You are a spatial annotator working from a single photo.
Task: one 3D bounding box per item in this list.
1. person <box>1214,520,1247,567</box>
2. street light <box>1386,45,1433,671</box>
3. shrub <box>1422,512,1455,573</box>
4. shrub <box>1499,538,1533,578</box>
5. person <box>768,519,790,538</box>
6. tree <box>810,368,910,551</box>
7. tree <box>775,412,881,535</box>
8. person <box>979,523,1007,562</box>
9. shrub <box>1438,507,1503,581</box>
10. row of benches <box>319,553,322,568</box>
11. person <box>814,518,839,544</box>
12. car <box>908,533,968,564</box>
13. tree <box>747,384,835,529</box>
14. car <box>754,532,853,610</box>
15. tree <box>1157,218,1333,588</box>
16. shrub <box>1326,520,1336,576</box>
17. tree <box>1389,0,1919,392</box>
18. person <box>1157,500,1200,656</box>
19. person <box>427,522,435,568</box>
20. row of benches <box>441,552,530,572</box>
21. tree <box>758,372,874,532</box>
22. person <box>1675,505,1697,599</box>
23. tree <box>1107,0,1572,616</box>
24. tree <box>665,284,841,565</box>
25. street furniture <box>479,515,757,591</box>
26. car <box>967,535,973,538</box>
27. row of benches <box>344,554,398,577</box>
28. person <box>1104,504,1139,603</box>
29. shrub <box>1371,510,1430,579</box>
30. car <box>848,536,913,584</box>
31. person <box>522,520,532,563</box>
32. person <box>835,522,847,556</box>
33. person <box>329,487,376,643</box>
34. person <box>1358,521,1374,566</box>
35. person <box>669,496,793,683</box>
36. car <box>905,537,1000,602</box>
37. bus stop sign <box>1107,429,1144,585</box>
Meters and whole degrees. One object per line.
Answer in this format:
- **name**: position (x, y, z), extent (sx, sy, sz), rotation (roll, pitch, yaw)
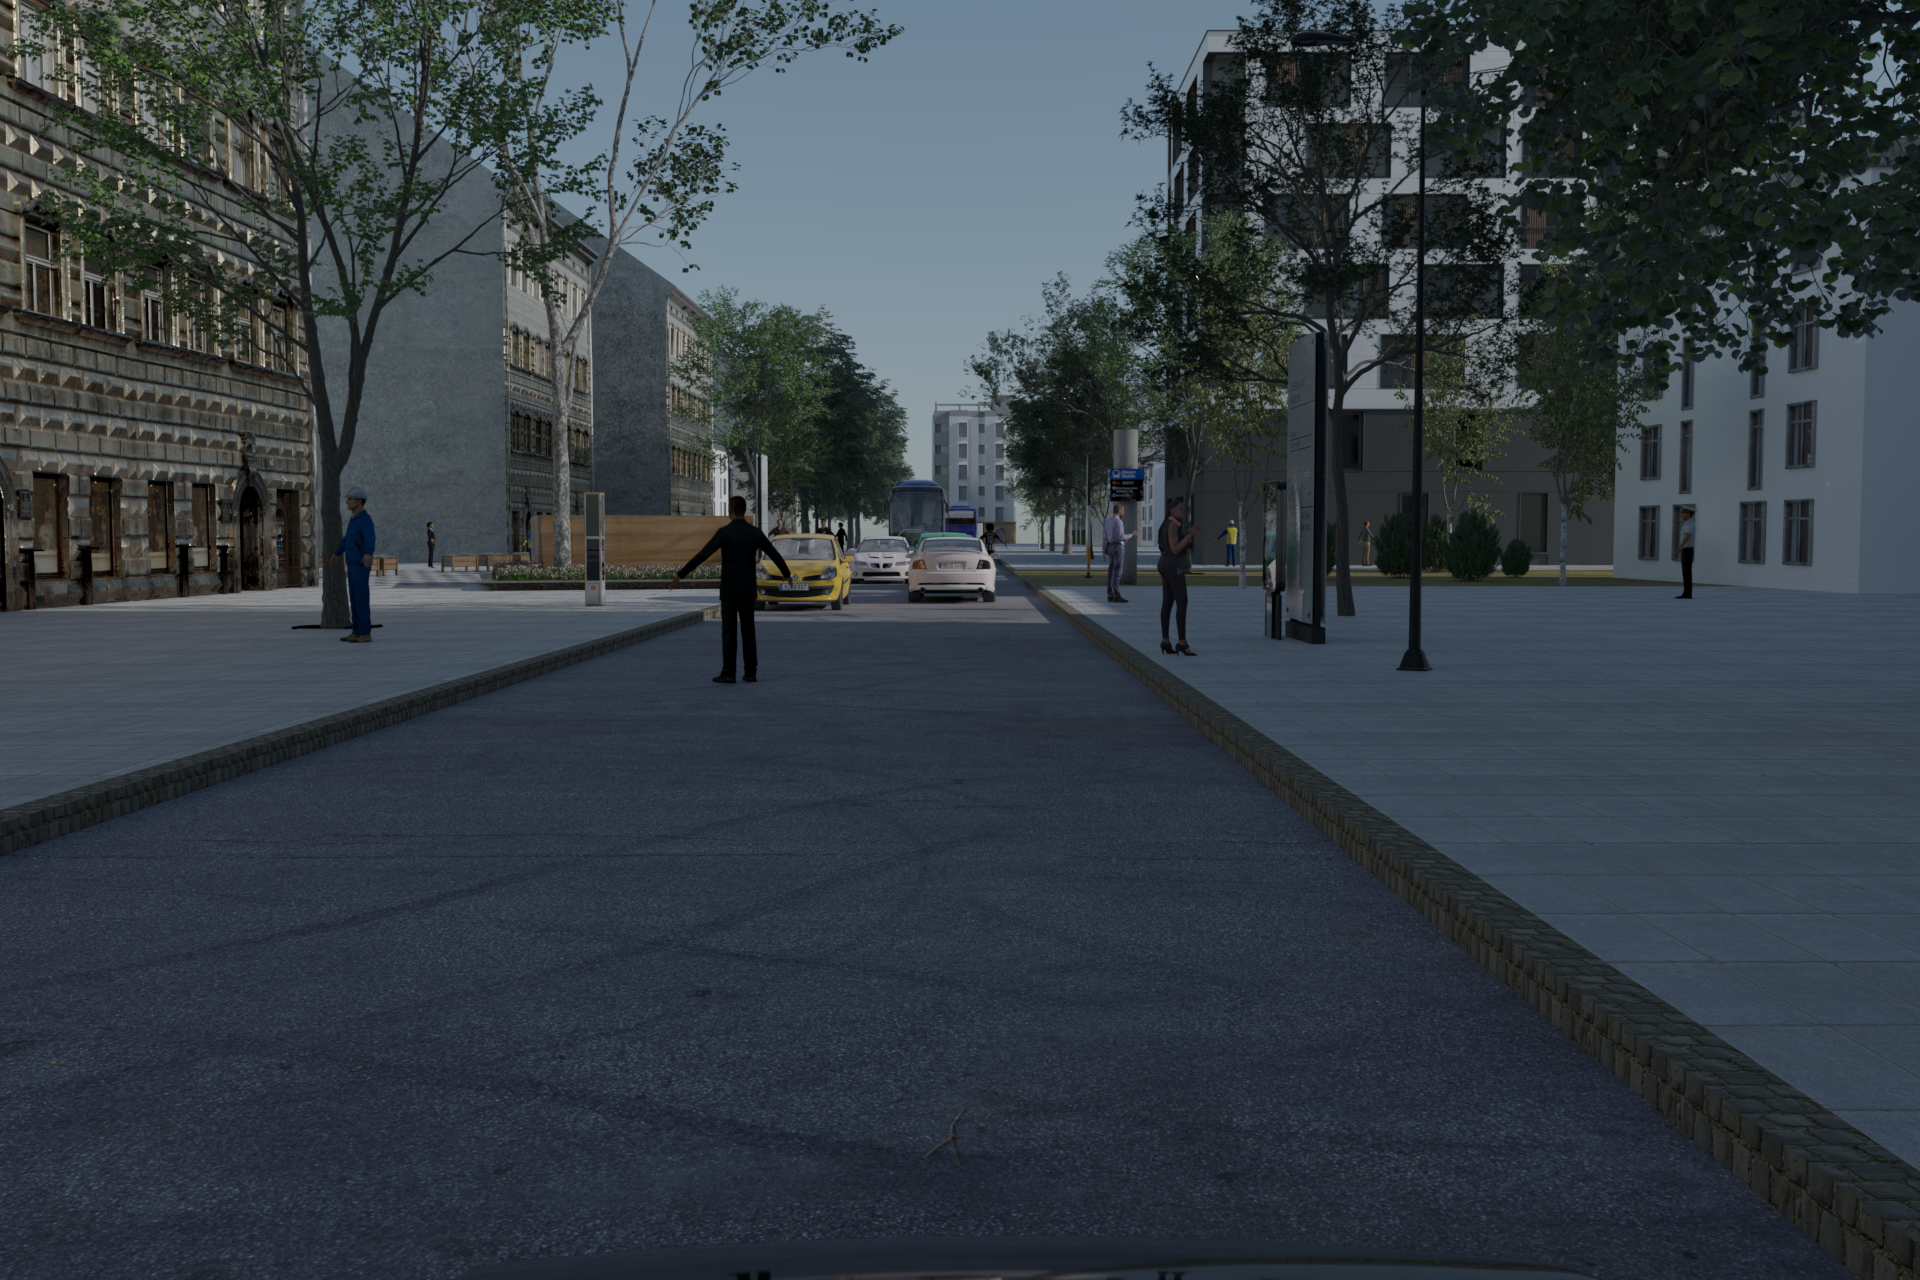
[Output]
- **person**: position (10.675, -3.809, 68.241), extent (1.349, 1.833, 0.705), rotation (-1, 4, -9)
- **street light**: position (4.830, -2.668, 16.160), extent (1.470, 5.913, 1.316), rotation (0, 4, 0)
- **shrub**: position (15.806, -3.241, 57.411), extent (1.690, 2.028, 1.600), rotation (0, 3, 0)
- **shrub**: position (16.425, -2.450, 51.167), extent (1.383, 1.207, 1.383), rotation (0, 3, 0)
- **person**: position (-6.348, -3.355, 60.993), extent (1.346, 1.812, 0.704), rotation (-1, 4, -14)
- **tree**: position (-8.486, -13.772, 131.819), extent (9.857, 13.997, 8.962), rotation (0, 3, 0)
- **tree**: position (-8.843, -11.604, 115.474), extent (9.928, 11.665, 9.643), rotation (0, 3, 0)
- **person**: position (1.055, -3.270, 62.068), extent (1.345, 1.843, 0.704), rotation (-1, 4, -9)
- **shrub**: position (13.859, -2.604, 46.998), extent (1.690, 2.028, 1.600), rotation (0, 3, 0)
- **row of benches**: position (-22.190, -2.487, 56.127), extent (4.104, 0.672, 1.422), rotation (-1, 4, -21)
- **person**: position (-4.762, -3.321, 60.230), extent (1.347, 1.837, 0.705), rotation (2, 4, 27)
- **car**: position (-0.438, -2.297, 46.351), extent (1.959, 1.807, 4.718), rotation (0, 4, -1)
- **tree**: position (-8.530, -8.226, 84.858), extent (4.737, 8.622, 4.395), rotation (0, 3, 0)
- **car**: position (-3.060, -1.443, 33.815), extent (2.015, 1.641, 3.980), rotation (0, 4, 0)
- **tree**: position (6.634, -5.506, 40.381), extent (4.737, 8.622, 4.395), rotation (0, 3, 0)
- **shrub**: position (9.879, -2.727, 48.632), extent (1.661, 2.075, 1.752), rotation (0, 3, 0)
- **tree**: position (6.284, -6.280, 9.332), extent (9.857, 13.997, 8.962), rotation (0, 3, 0)
- **person**: position (2.343, -0.665, 18.389), extent (0.593, 1.643, 0.415), rotation (3, 5, 41)
- **person**: position (-19.844, -3.578, 65.219), extent (0.721, 1.740, 1.216), rotation (-1, 4, -15)
- **row of benches**: position (-15.979, -2.704, 59.666), extent (1.422, 0.672, 4.104), rotation (3, 4, 36)
- **tree**: position (-8.839, -10.990, 105.440), extent (9.928, 11.665, 9.643), rotation (0, 3, 0)
- **person**: position (14.398, -1.747, 34.360), extent (0.704, 1.855, 1.343), rotation (2, 4, 27)
- **tree**: position (5.733, -5.661, 26.972), extent (7.601, 10.594, 8.767), rotation (1, 4, 12)
- **tree**: position (-8.606, -9.000, 72.897), extent (9.928, 11.665, 9.643), rotation (0, 3, 0)
- **street furniture**: position (-9.231, -2.161, 42.186), extent (9.812, 1.723, 11.010), rotation (-1, 4, -16)
- **car**: position (-0.113, -3.557, 70.167), extent (2.014, 1.417, 4.499), rotation (0, 4, -1)
- **row of benches**: position (-17.890, -2.229, 51.903), extent (1.422, 0.672, 4.104), rotation (0, 4, 5)
- **person**: position (3.044, -1.630, 32.565), extent (0.599, 1.838, 0.709), rotation (-2, 4, -24)
- **shrub**: position (12.705, -2.786, 49.979), extent (1.690, 2.028, 1.600), rotation (0, 3, 0)
- **car**: position (-2.254, -2.390, 51.436), extent (2.083, 1.381, 4.827), rotation (0, 4, 0)
- **person**: position (-13.084, -2.835, 52.820), extent (0.721, 1.772, 1.216), rotation (0, 4, 6)
- **person**: position (-5.266, -4.277, 76.121), extent (0.705, 1.806, 1.347), rotation (2, 4, 26)
- **person**: position (-7.169, -0.898, 20.558), extent (0.705, 1.842, 1.347), rotation (-3, 4, -37)
- **person**: position (16.321, -3.868, 69.512), extent (0.705, 1.796, 1.348), rotation (-1, 4, -18)
- **person**: position (-2.161, -0.493, 16.750), extent (1.346, 1.802, 0.704), rotation (-3, 4, -37)
- **car**: position (-0.166, -1.553, 37.756), extent (2.083, 1.381, 4.827), rotation (0, 4, 0)
- **bus stop sign**: position (4.177, -3.350, 43.787), extent (0.837, 3.901, 0.837), rotation (0, 4, 0)
